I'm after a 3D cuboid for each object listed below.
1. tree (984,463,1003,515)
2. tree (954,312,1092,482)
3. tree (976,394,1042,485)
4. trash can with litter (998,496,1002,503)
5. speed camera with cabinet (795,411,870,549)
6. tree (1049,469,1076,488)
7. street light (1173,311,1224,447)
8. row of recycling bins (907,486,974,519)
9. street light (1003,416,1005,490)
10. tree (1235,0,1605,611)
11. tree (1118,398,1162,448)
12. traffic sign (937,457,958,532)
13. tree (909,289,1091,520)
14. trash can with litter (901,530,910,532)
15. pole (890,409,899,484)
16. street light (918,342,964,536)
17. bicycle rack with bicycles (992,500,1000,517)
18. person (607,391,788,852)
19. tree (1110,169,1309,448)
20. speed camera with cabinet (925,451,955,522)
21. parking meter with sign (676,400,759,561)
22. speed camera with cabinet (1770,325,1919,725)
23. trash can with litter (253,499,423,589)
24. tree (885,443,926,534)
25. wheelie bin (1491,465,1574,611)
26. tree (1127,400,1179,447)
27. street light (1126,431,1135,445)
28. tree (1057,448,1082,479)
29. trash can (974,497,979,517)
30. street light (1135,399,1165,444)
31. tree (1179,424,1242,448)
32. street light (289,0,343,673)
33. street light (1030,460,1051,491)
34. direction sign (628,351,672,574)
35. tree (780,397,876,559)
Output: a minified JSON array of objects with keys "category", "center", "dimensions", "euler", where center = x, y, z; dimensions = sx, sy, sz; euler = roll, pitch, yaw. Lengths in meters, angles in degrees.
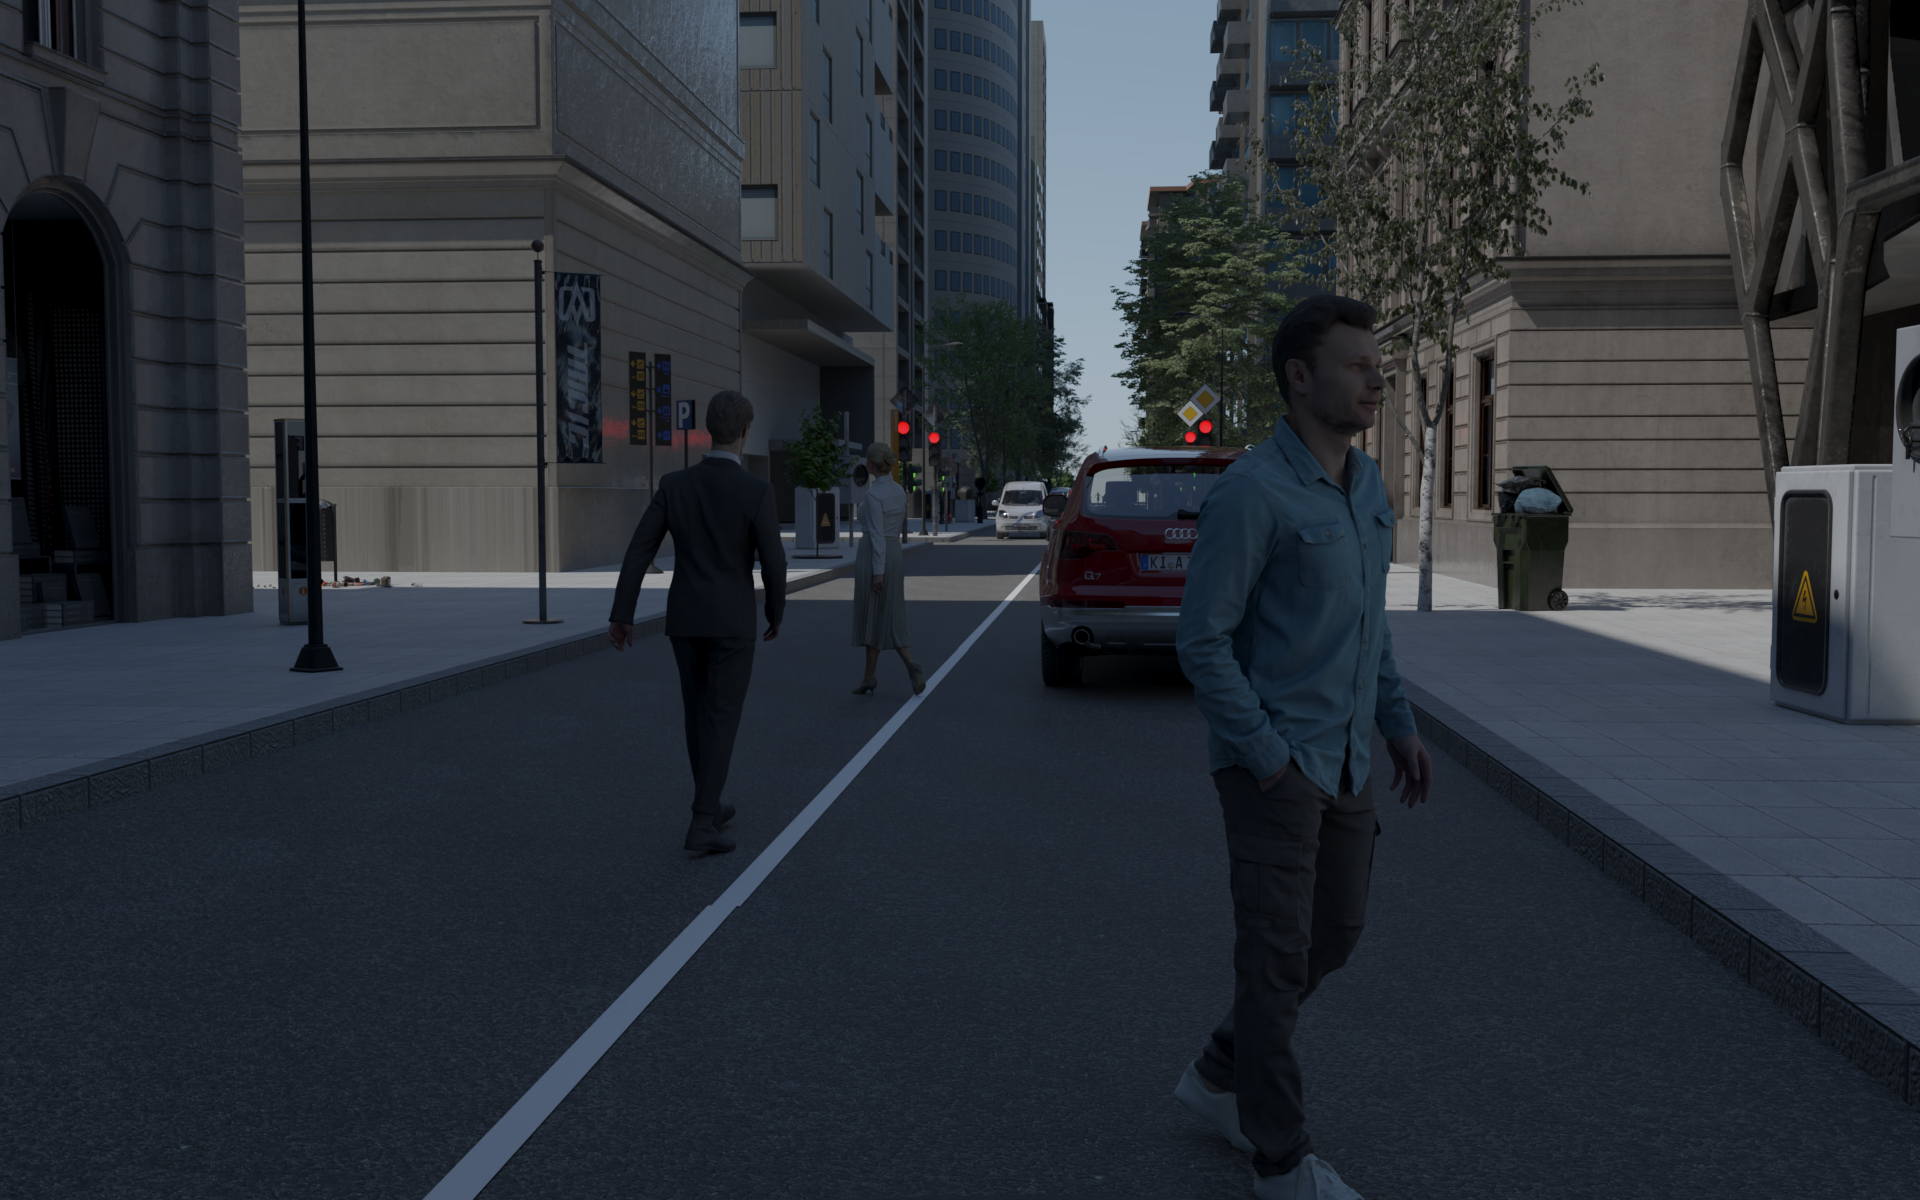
[{"category":"tree","center":[1.872,-6.930,107.899],"dimensions":[1.663,3.219,1.824],"euler":[0,3,0]},{"category":"tree","center":[4.087,-13.108,120.978],"dimensions":[9.857,13.997,8.962],"euler":[0,3,0]},{"category":"tree","center":[3.257,-9.934,112.785],"dimensions":[4.737,8.622,4.395],"euler":[0,3,0]},{"category":"trash can with litter","center":[3.380,-7.130,127.955],"dimensions":[1.055,1.170,0.624],"euler":[-1,4,-14]},{"category":"speed camera with cabinet","center":[-2.998,-2.849,40.909],"dimensions":[0.660,3.252,2.038],"euler":[3,4,38]},{"category":"tree","center":[14.938,-15.861,243.039],"dimensions":[4.285,4.588,4.351],"euler":[0,3,0]},{"category":"street light","center":[6.122,-4.381,44.169],"dimensions":[1.470,5.913,1.316],"euler":[0,4,5]},{"category":"row of recycling bins","center":[-1.033,-5.152,91.354],"dimensions":[3.534,1.692,1.069],"euler":[0,4,-6]},{"category":"street light","center":[2.989,-7.537,95.778],"dimensions":[1.470,5.913,1.316],"euler":[0,4,5]},{"category":"tree","center":[5.104,-4.197,18.981],"dimensions":[4.360,8.622,3.978],"euler":[0,3,0]},{"category":"tree","center":[14.189,-11.127,132.290],"dimensions":[4.737,8.622,4.395],"euler":[0,3,0]},{"category":"traffic sign","center":[-0.466,-3.614,59.203],"dimensions":[0.768,2.556,0.104],"euler":[1,4,10]},{"category":"tree","center":[1.214,-9.894,87.518],"dimensions":[9.928,11.665,9.643],"euler":[0,3,0]},{"category":"trash can with litter","center":[-2.519,-2.948,59.258],"dimensions":[1.678,1.210,2.233],"euler":[1,4,21]},{"category":"pole","center":[-1.575,-2.931,41.763],"dimensions":[0.158,3.312,0.155],"euler":[0,3,0]},{"category":"street light","center":[-0.581,-4.935,53.229],"dimensions":[1.470,5.913,1.316],"euler":[0,4,5]},{"category":"bicycle rack with bicycles","center":[1.502,-5.237,99.002],"dimensions":[2.852,0.926,2.925],"euler":[1,4,15]},{"category":"person","center":[-0.995,0.072,7.093],"dimensions":[0.659,1.850,0.755],"euler":[1,4,15]},{"category":"tree","center":[8.783,-8.764,61.418],"dimensions":[7.486,12.596,7.792],"euler":[0,3,0]},{"category":"speed camera with cabinet","center":[-0.970,-5.213,79.569],"dimensions":[0.660,3.252,2.038],"euler":[-2,4,-30]},{"category":"parking meter with sign","center":[-4.453,-2.231,32.745],"dimensions":[1.738,3.016,0.543],"euler":[-3,5,-40]},{"category":"speed camera with cabinet","center":[5.173,-0.925,9.453],"dimensions":[0.660,3.252,2.038],"euler":[0,4,2]},{"category":"trash can with litter","center":[-8.612,-0.795,24.048],"dimensions":[2.233,1.210,1.678],"euler":[1,4,12]},{"category":"tree","center":[-2.167,-3.774,56.303],"dimensions":[1.663,3.219,1.824],"euler":[0,3,0]},{"category":"wheelie bin","center":[6.316,-0.688,19.152],"dimensions":[0.693,1.594,0.980],"euler":[-1,4,-17]},{"category":"tree","center":[13.726,-10.319,119.070],"dimensions":[4.360,8.622,3.978],"euler":[0,3,0]},{"category":"street light","center":[13.139,-9.448,127.018],"dimensions":[1.470,5.913,1.316],"euler":[0,4,5]},{"category":"tree","center":[17.303,-21.539,286.574],"dimensions":[8.767,10.594,7.601],"euler":[-1,4,-19]},{"category":"trash can","center":[0.728,-5.162,96.046],"dimensions":[0.748,1.137,0.748],"euler":[0,3,0]},{"category":"street light","center":[9.440,-6.852,84.577],"dimensions":[1.470,5.913,1.316],"euler":[0,4,5]},{"category":"tree","center":[10.085,-5.369,71.492],"dimensions":[4.285,4.588,4.351],"euler":[0,3,0]},{"category":"street light","center":[-4.137,-2.435,12.348],"dimensions":[1.470,5.913,1.316],"euler":[0,4,5]},{"category":"street light","center":[5.816,-9.583,129.221],"dimensions":[1.470,5.913,1.316],"euler":[0,4,5]},{"category":"direction sign","center":[-4.975,-2.193,27.860],"dimensions":[0.379,3.537,0.876],"euler":[3,4,39]},{"category":"tree","center":[-2.732,-2.447,34.613],"dimensions":[1.663,3.219,1.824],"euler":[0,3,0]}]
